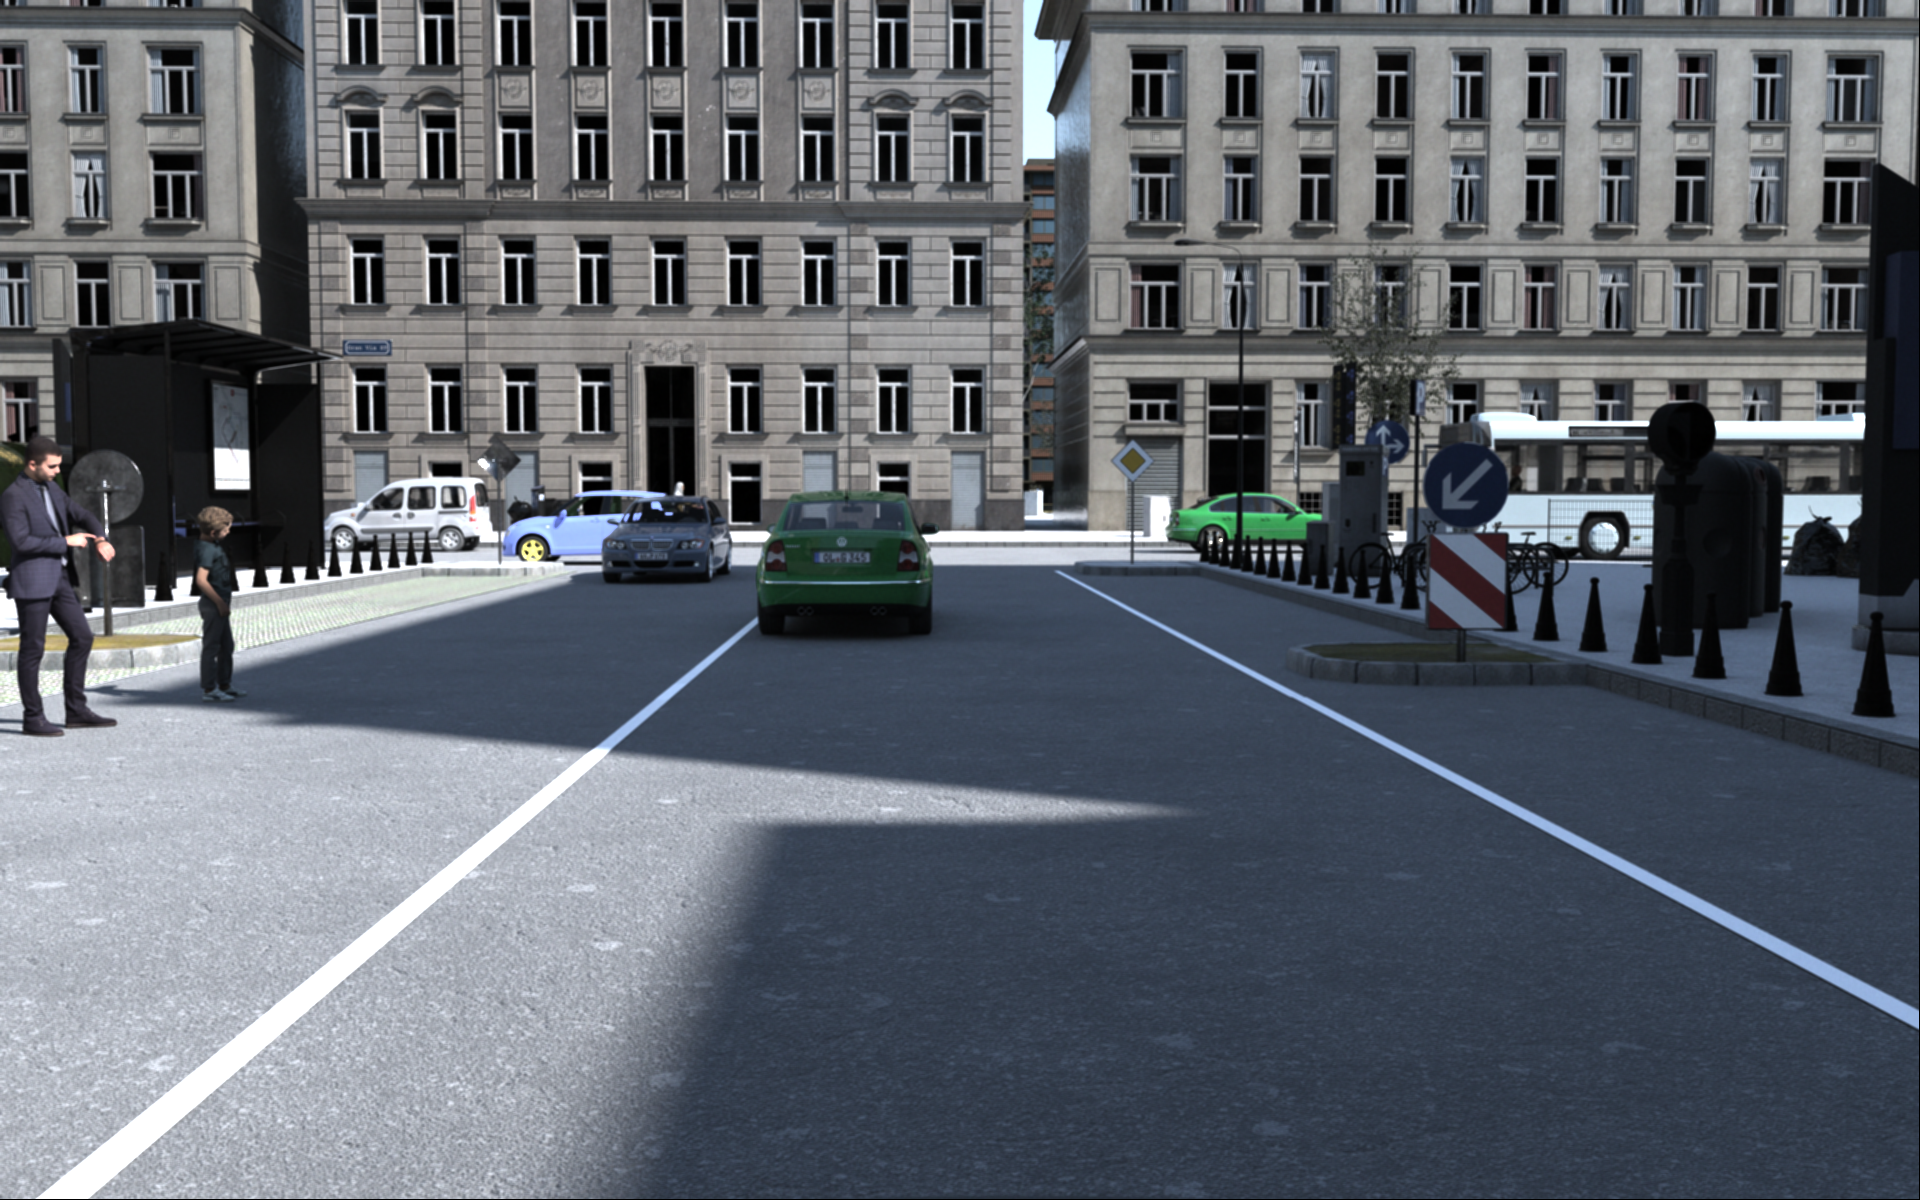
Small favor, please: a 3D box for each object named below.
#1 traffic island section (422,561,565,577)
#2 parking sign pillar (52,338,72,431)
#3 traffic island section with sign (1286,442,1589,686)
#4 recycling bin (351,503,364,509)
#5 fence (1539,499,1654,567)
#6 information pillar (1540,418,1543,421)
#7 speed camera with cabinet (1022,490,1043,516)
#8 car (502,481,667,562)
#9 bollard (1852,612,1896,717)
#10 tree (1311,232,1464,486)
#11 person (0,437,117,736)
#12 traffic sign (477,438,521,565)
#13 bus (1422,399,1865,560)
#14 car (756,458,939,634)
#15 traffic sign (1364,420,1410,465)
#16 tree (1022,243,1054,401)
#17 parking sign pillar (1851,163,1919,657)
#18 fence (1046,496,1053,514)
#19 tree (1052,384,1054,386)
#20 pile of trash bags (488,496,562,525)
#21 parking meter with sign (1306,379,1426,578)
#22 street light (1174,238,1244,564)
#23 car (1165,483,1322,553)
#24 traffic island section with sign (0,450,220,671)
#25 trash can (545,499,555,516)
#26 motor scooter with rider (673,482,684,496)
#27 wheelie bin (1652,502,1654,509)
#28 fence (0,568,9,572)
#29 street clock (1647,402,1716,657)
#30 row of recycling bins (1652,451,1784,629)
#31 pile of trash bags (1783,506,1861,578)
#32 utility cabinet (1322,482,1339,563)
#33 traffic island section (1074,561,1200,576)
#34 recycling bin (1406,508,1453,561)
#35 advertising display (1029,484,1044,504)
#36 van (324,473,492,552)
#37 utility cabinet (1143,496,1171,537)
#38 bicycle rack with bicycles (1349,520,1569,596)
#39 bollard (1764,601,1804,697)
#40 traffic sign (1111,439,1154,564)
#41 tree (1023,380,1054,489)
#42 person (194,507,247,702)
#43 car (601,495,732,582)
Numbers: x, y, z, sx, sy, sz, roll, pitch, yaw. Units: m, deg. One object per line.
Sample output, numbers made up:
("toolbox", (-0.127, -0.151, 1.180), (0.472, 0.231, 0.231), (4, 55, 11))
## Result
("traffic island section", (-8.362, -0.559, 31.414), (2.009, 0.180, 2.903), (0, 4, -2))
("parking sign pillar", (-15.553, -2.585, 30.740), (1.447, 3.967, 1.447), (0, 4, -5))
("traffic island section with sign", (3.709, -0.323, 13.912), (1.989, 1.847, 2.006), (0, 4, -2))
("recycling bin", (-16.791, -2.232, 49.046), (0.722, 1.027, 0.722), (-2, 4, -34))
("fence", (11.599, -1.234, 31.373), (0.480, 1.192, 2.264), (-3, 4, -39))
("information pillar", (17.806, -3.812, 53.679), (0.504, 3.616, 0.183), (0, 3, 0))
("speed camera with cabinet", (3.874, -6.600, 102.244), (2.038, 3.252, 0.660), (2, 4, 32))
("car", (-7.502, -1.587, 35.542), (3.694, 1.707, 1.945), (0, 4, -2))
("bollard", (5.304, 0.367, 10.037), (0.229, 0.601, 0.229), (0, 3, 0))
("tree", (12.176, -6.077, 49.728), (4.360, 8.622, 3.978), (0, 3, 0))
("person", (-5.339, -0.086, 10.354), (0.568, 1.767, 0.683), (0, 4, 4))
("traffic sign", (-8.339, -1.695, 31.353), (0.795, 2.450, 0.064), (0, 4, -2))
("bus", (16.341, -2.624, 37.758), (13.247, 3.499, 2.948), (0, 4, -2))
("car", (-1.200, -0.628, 19.072), (1.959, 1.807, 4.718), (0, 4, -1))
("traffic sign", (7.356, -1.823, 29.914), (0.768, 2.556, 0.104), (0, 4, 7))
("tree", (4.933, -16.704, 128.993), (12.611, 20.169, 13.585), (0, 3, 0))
("parking sign pillar", (8.095, -1.564, 14.037), (1.447, 3.967, 1.447), (0, 4, 8))
("fence", (6.254, -6.204, 112.633), (0.480, 1.192, 2.264), (2, 4, 29))
("tree", (5.967, -7.768, 77.362), (4.737, 8.622, 4.395), (0, 3, 0))
("pile of trash bags", (-14.467, -2.886, 56.942), (3.447, 1.369, 1.912), (1, 4, 8))
("parking meter with sign", (6.273, -1.875, 26.922), (1.738, 3.016, 0.543), (2, 4, 30))
("street light", (4.592, -3.616, 31.661), (1.470, 5.913, 1.316), (0, 4, -2))
("car", (7.422, -2.065, 42.564), (4.718, 1.807, 1.959), (0, 4, -1))
("traffic island section with sign", (-7.566, -0.383, 14.885), (1.989, 1.847, 2.006), (0, 4, -2))
("trash can", (-13.189, -2.650, 54.989), (0.748, 1.137, 0.748), (0, 3, 0))
("motor scooter with rider", (-6.866, -2.144, 44.011), (1.986, 1.779, 0.876), (0, 4, 0))
("wheelie bin", (13.626, -1.520, 32.766), (0.980, 1.594, 0.693), (0, 4, -7))
("fence", (-15.557, -0.933, 26.461), (2.264, 1.192, 0.480), (-1, 4, -20))
("street clock", (5.695, -0.559, 13.714), (0.471, 2.002, 0.358), (-1, 4, -17))
("row of recycling bins", (7.823, -0.660, 17.903), (1.069, 1.692, 3.534), (2, 4, 31))
("pile of trash bags", (13.643, -1.054, 26.977), (3.447, 1.369, 1.912), (-1, 4, -11))
("utility cabinet", (7.185, -1.397, 31.514), (1.173, 1.500, 0.318), (-1, 4, -16))
("traffic island section", (3.175, -0.579, 31.747), (2.009, 0.180, 2.903), (0, 4, -2))
("recycling bin", (8.670, -1.188, 31.979), (0.722, 1.027, 0.722), (2, 4, 26))
("advertising display", (5.109, -6.754, 115.645), (0.974, 1.923, 0.123), (0, 4, 2))
("van", (-13.963, -2.238, 43.599), (4.112, 2.044, 2.013), (0, 4, 0))
("utility cabinet", (5.879, -2.476, 51.646), (0.306, 1.237, 1.020), (3, 5, 43))
("bicycle rack with bicycles", (6.654, -0.587, 22.986), (2.925, 0.926, 2.852), (1, 4, 14))
("bollard", (5.271, 0.304, 11.063), (0.229, 0.601, 0.229), (0, 3, 0))
("traffic sign", (3.151, -1.714, 31.669), (0.795, 2.450, 0.064), (0, 4, -2))
("tree", (5.971, -9.038, 98.135), (4.360, 8.622, 3.978), (0, 3, 0))
("person", (-5.130, 0.024, 12.024), (0.340, 1.345, 0.435), (-2, 4, -27))
("car", (-4.940, -1.077, 29.616), (2.014, 1.417, 4.499), (0, 4, -1))
